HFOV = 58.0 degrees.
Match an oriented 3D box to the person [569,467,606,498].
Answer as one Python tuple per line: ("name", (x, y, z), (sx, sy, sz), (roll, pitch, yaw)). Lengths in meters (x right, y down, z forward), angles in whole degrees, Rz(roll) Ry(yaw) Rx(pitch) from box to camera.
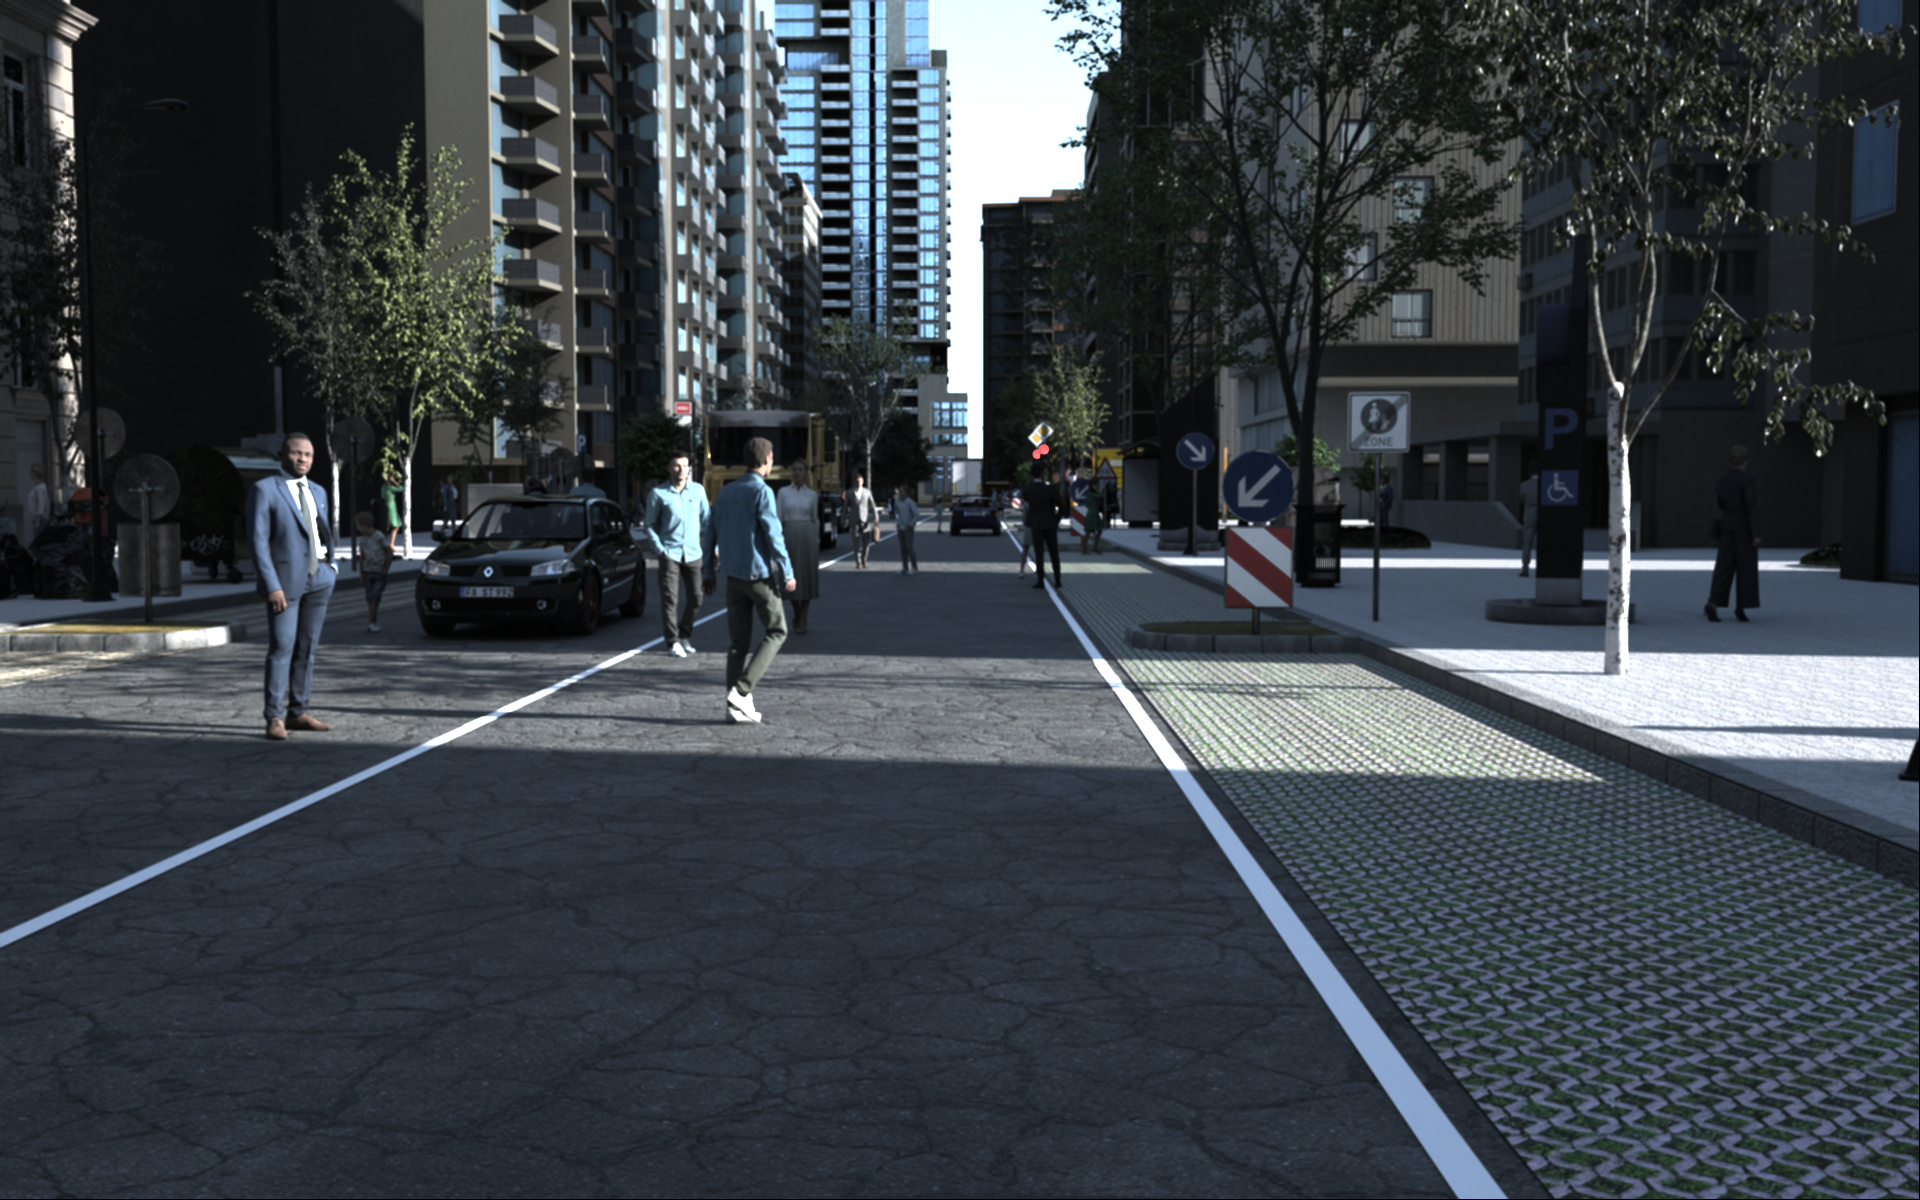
("person", (-5.434, -1.016, 25.128), (0.660, 1.820, 0.620), (-2, 4, -24))

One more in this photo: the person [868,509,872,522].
("person", (-4.723, -4.453, 86.805), (0.738, 1.151, 1.012), (-2, 4, -27))

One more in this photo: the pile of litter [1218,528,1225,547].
("pile of litter", (6.021, -1.730, 42.249), (1.719, 0.858, 1.176), (1, 4, 15))

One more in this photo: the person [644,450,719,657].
("person", (-2.508, -0.427, 15.503), (0.660, 1.820, 0.620), (-2, 4, -34))

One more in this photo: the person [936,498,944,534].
("person", (-0.721, -3.064, 62.873), (0.394, 1.301, 0.425), (-3, 5, -41))

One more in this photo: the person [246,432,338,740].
("person", (-4.021, -0.106, 10.415), (0.419, 1.800, 0.721), (1, 4, 19))

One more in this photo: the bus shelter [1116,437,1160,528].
("bus shelter", (6.964, -4.272, 63.767), (2.014, 3.302, 5.546), (0, 4, 1))

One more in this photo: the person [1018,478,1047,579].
("person", (1.263, -1.215, 29.376), (0.512, 1.701, 0.522), (0, 4, -7))

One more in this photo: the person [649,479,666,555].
("person", (-7.032, -1.934, 40.464), (0.374, 1.781, 0.599), (-2, 4, -26))

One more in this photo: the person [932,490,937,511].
("person", (-2.202, -8.485, 147.506), (0.520, 1.790, 0.573), (3, 5, 44))

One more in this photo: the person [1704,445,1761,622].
("person", (7.781, -0.666, 17.360), (0.534, 1.772, 0.576), (-3, 5, -44))

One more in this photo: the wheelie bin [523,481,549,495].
("wheelie bin", (-10.332, -2.098, 42.214), (0.693, 1.594, 0.980), (-3, 5, -41))

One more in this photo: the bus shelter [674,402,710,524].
("bus shelter", (-11.284, -6.136, 77.958), (2.179, 5.291, 8.768), (0, 4, 1))

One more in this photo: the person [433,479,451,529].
("person", (-19.167, -3.534, 63.728), (0.836, 1.842, 0.656), (0, 4, 5))

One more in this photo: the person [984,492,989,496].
("person", (3.124, -12.731, 216.613), (1.348, 1.831, 0.705), (1, 4, 19))

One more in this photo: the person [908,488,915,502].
("person", (-3.270, -6.615, 116.631), (0.573, 1.828, 0.580), (3, 5, 43))

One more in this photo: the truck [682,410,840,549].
("truck", (-4.568, -2.872, 42.878), (3.469, 3.379, 9.791), (0, 4, 0))

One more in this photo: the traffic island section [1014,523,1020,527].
("traffic island section", (3.318, -3.186, 74.377), (2.009, 0.180, 2.903), (0, 4, 1))

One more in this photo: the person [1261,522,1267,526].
("person", (6.484, -1.906, 37.092), (0.514, 1.842, 0.818), (2, 4, 32))

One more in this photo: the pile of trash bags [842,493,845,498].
("pile of trash bags", (-9.707, -7.252, 128.317), (1.912, 1.369, 3.447), (2, 4, 34))

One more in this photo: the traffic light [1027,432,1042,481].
("traffic light", (3.278, -5.220, 74.263), (0.839, 4.253, 0.868), (0, 4, 1))

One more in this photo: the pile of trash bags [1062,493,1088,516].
("pile of trash bags", (6.572, -5.604, 101.379), (1.912, 1.369, 3.447), (1, 4, 17))

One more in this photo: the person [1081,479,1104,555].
("person", (3.114, -1.958, 40.760), (0.529, 1.795, 0.600), (0, 4, -3))

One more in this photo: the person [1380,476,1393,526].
("person", (12.406, -2.717, 50.644), (0.419, 1.800, 0.721), (-1, 4, -16))

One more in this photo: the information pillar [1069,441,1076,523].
("information pillar", (5.008, -5.221, 76.726), (0.183, 3.616, 0.504), (-1, 4, -15))

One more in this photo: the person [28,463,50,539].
("person", (-13.702, -1.183, 26.063), (0.598, 1.740, 0.731), (-3, 4, -36))

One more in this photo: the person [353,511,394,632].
("person", (-6.104, -0.297, 18.043), (0.352, 1.250, 0.332), (-3, 5, -42))

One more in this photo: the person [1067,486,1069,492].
("person", (7.082, -6.636, 114.788), (0.529, 1.795, 0.600), (0, 4, -8))

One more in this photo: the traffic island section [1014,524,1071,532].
("traffic island section", (3.218, -2.698, 66.392), (2.009, 0.180, 2.903), (0, 4, 1))

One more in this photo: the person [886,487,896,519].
("person", (-3.852, -5.667, 100.936), (0.659, 1.850, 0.755), (3, 5, 44))

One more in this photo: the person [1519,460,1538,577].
("person", (8.959, -1.266, 26.916), (0.511, 1.800, 0.466), (1, 4, 11))

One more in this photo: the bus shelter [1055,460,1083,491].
("bus shelter", (7.661, -7.943, 121.147), (1.731, 3.624, 6.357), (0, 4, 1))

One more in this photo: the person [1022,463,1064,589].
("person", (1.258, -1.133, 26.393), (0.648, 1.900, 0.474), (0, 4, -6))

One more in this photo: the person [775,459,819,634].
("person", (-1.686, -0.567, 17.999), (0.478, 1.798, 0.641), (0, 4, 3))

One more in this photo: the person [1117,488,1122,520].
("person", (8.205, -4.930, 86.848), (0.606, 1.804, 0.583), (-1, 4, -21))

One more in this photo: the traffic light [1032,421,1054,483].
("traffic light", (3.178, -4.731, 66.279), (0.839, 4.253, 0.868), (0, 4, 1))

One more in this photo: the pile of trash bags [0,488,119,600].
("pile of trash bags", (-11.766, -0.773, 22.389), (1.912, 1.369, 3.447), (0, 4, -8))

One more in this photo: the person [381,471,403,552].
("person", (-12.467, -1.925, 37.771), (0.600, 1.795, 0.529), (3, 5, 44))

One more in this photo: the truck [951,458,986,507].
("truck", (0.639, -9.263, 140.357), (2.839, 4.237, 11.283), (0, 4, 1))

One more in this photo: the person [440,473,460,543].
("person", (-13.270, -2.382, 45.015), (0.654, 1.822, 0.581), (3, 4, 36))

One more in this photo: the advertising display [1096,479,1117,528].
("advertising display", (5.464, -3.632, 64.601), (0.974, 1.923, 0.123), (-3, 4, -38))

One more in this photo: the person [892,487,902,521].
("person", (-3.158, -4.825, 87.740), (0.623, 1.781, 0.721), (1, 4, 13))

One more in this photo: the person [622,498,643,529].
("person", (-11.906, -3.150, 63.050), (1.012, 1.151, 0.738), (0, 4, 6))

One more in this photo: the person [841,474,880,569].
("person", (-1.915, -1.510, 33.312), (0.709, 1.813, 0.853), (-1, 4, -14))

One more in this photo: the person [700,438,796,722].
("person", (-1.338, -0.121, 10.823), (0.601, 1.785, 0.444), (3, 5, 44))

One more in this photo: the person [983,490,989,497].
("person", (2.770, -10.948, 187.466), (1.348, 1.831, 0.705), (-3, 4, -38))

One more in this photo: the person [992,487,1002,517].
("person", (2.062, -5.716, 101.812), (0.748, 1.841, 0.638), (1, 4, 17))

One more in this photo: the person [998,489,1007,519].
("person", (2.337, -5.393, 97.508), (0.643, 1.720, 0.563), (3, 5, 43))

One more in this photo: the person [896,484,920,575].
("person", (-0.972, -1.264, 30.977), (0.330, 1.601, 0.589), (-2, 4, -31))
